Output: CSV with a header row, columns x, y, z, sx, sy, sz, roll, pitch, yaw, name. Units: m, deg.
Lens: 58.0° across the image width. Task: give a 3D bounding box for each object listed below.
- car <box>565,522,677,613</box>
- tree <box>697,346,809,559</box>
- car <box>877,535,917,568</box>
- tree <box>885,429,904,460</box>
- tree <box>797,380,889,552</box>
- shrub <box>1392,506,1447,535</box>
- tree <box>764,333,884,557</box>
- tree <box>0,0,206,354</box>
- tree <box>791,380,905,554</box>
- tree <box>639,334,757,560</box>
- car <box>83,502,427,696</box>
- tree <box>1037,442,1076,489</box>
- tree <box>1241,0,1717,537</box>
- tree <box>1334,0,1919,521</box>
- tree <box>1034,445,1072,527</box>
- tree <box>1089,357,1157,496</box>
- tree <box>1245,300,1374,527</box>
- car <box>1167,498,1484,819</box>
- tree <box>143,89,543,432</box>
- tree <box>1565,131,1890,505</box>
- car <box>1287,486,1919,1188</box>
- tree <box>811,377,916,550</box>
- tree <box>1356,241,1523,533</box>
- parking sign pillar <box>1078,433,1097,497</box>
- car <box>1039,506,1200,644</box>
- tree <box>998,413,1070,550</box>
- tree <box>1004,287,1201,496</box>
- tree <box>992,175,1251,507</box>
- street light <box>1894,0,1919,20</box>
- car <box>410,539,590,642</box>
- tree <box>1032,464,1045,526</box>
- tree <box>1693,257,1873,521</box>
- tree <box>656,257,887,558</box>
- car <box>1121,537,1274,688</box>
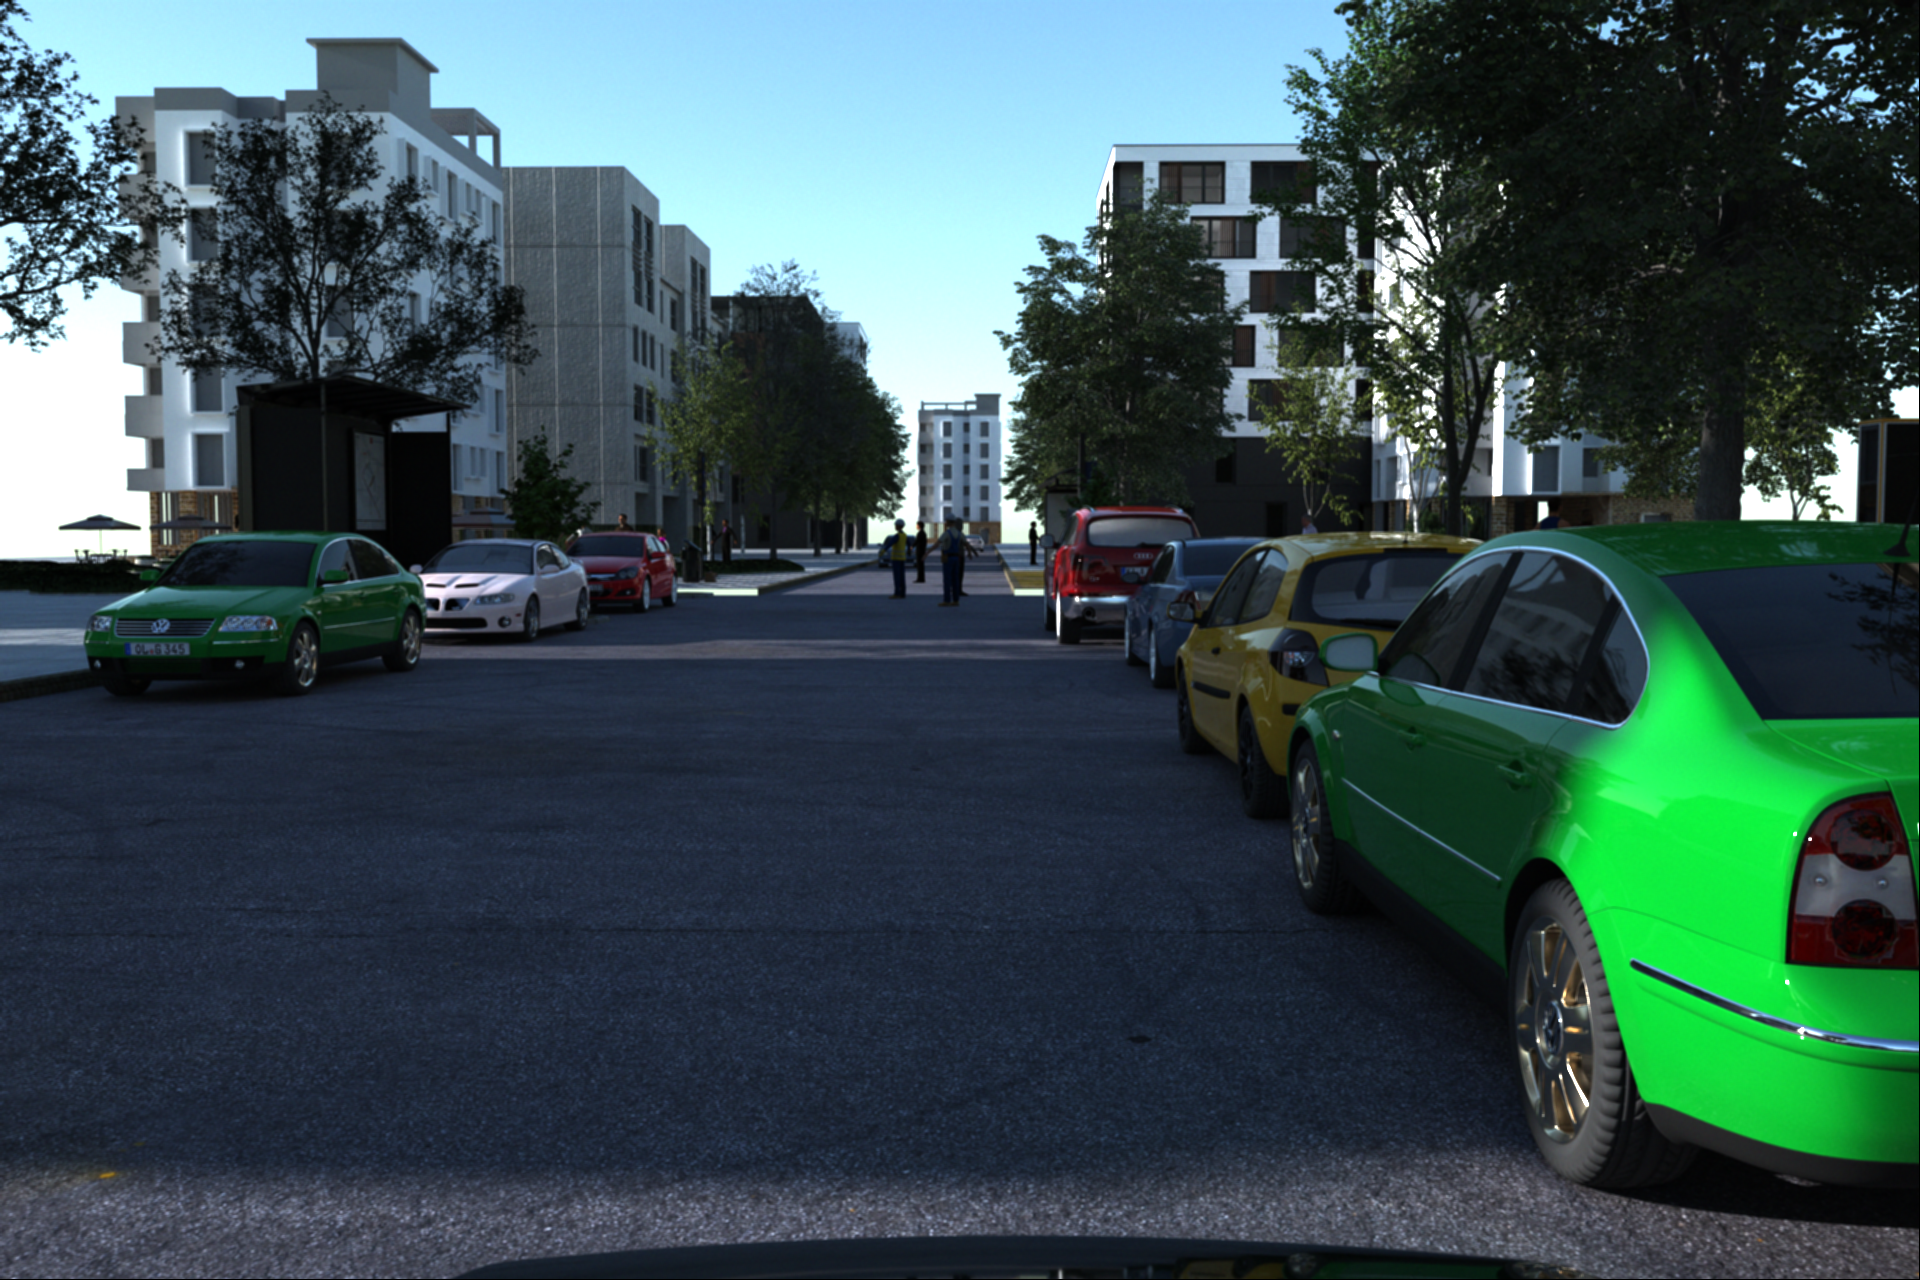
x,y,z,sx,sy,sz,roll,pitch,yaw,name
-6.559,-1.456,32.849,2.155,1.783,4.494,0,4,1,car
-8.300,-7.190,67.923,4.737,8.622,4.395,0,3,0,tree
-2.544,-3.836,74.718,2.014,1.417,4.499,0,4,1,car
-13.619,-23.175,234.806,12.611,20.169,13.585,0,3,0,tree
-8.487,-12.559,123.464,7.486,12.596,7.792,0,3,0,tree
13.045,-2.733,48.718,1.661,2.075,1.752,0,3,0,shrub
-7.774,-10.966,97.418,7.486,12.596,7.792,0,3,0,tree
-12.489,-5.197,19.379,8.767,10.594,7.601,1,4,21,tree
-7.767,-11.410,112.306,9.928,11.665,9.643,0,3,0,tree
-9.345,-6.880,62.850,4.737,8.622,4.395,0,3,0,tree
-6.639,-0.486,16.748,1.959,1.807,4.718,0,4,1,car
7.582,-10.854,127.827,4.360,8.622,3.978,0,3,0,tree
9.134,-6.450,31.216,9.928,11.665,9.643,0,3,0,tree
8.599,-6.899,19.446,9.857,13.997,8.962,0,3,0,tree
7.517,-11.177,133.106,4.737,8.622,4.395,0,3,0,tree
6.788,-7.505,73.075,4.737,8.622,4.395,0,3,0,tree
10.988,-6.342,54.050,4.737,8.622,4.395,0,3,0,tree
2.286,0.005,10.147,2.015,1.641,3.980,0,4,0,car
-12.742,-6.204,35.848,8.767,10.594,7.601,0,4,-3,tree
24.089,-9.058,54.751,9.857,13.997,8.962,0,3,0,tree
2.185,0.221,5.179,1.959,1.807,4.718,0,4,0,car
-8.415,-14.244,139.539,9.857,13.997,8.962,0,3,0,tree
11.558,-5.672,43.099,4.737,8.622,4.395,0,3,0,tree
3.408,-3.565,46.765,1.447,3.967,1.447,0,4,2,parking sign pillar
2.270,-0.943,24.090,2.281,1.827,5.304,0,4,0,car
6.972,-13.603,140.540,7.486,12.596,7.792,0,3,0,tree
7.166,-10.612,83.882,12.009,13.543,11.850,0,3,0,tree
6.045,-9.601,63.624,9.857,13.997,8.962,0,3,0,tree
6.401,-2.325,10.797,0.468,5.910,1.993,0,4,0,street light
-6.545,-0.739,24.446,2.083,1.381,4.827,0,4,1,car
14.040,-19.958,232.968,9.857,13.997,8.962,0,3,0,tree
21.130,-5.722,43.915,4.737,8.622,4.395,0,3,0,tree
-8.290,-10.196,77.074,12.009,13.543,11.850,0,3,0,tree
2.663,-0.329,17.380,2.014,1.417,4.499,0,4,0,car
